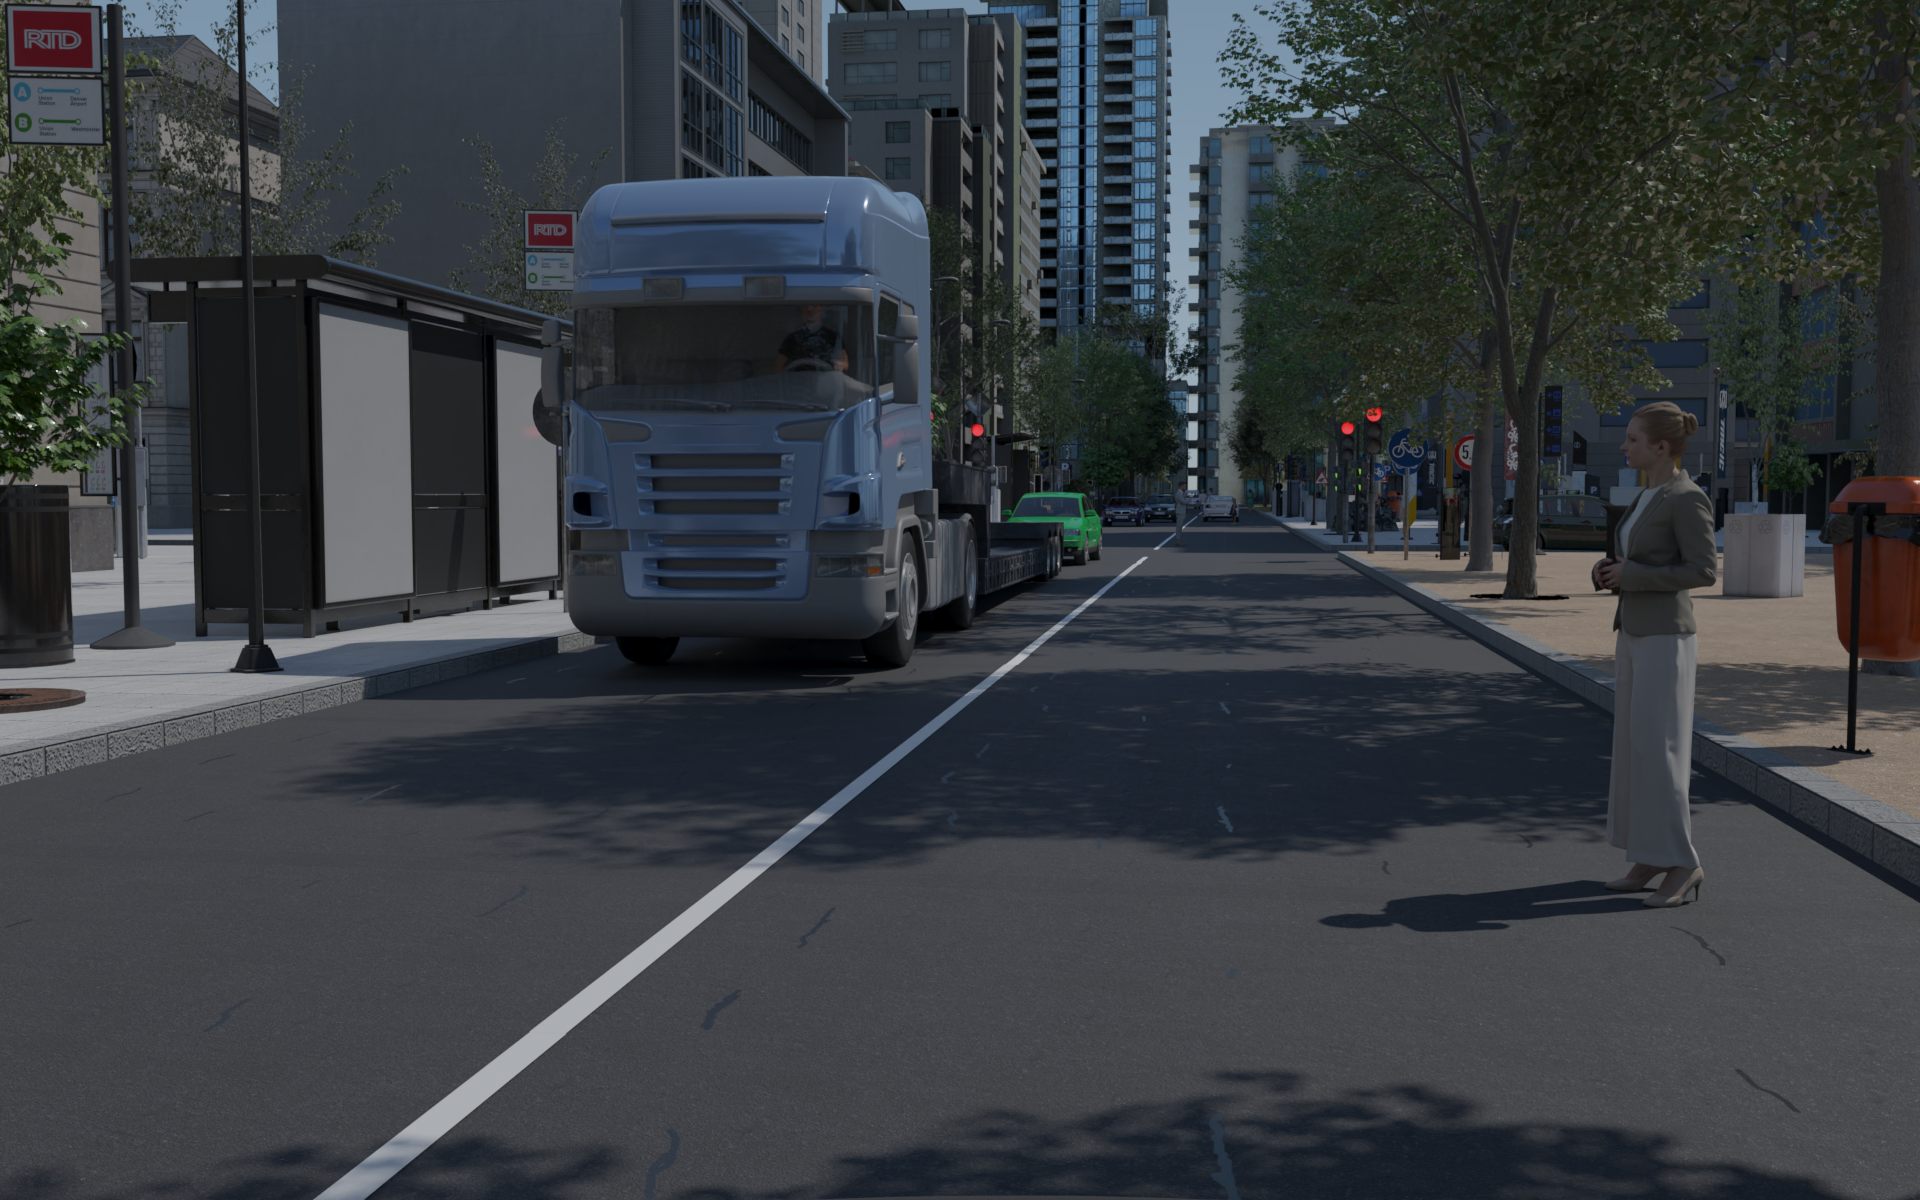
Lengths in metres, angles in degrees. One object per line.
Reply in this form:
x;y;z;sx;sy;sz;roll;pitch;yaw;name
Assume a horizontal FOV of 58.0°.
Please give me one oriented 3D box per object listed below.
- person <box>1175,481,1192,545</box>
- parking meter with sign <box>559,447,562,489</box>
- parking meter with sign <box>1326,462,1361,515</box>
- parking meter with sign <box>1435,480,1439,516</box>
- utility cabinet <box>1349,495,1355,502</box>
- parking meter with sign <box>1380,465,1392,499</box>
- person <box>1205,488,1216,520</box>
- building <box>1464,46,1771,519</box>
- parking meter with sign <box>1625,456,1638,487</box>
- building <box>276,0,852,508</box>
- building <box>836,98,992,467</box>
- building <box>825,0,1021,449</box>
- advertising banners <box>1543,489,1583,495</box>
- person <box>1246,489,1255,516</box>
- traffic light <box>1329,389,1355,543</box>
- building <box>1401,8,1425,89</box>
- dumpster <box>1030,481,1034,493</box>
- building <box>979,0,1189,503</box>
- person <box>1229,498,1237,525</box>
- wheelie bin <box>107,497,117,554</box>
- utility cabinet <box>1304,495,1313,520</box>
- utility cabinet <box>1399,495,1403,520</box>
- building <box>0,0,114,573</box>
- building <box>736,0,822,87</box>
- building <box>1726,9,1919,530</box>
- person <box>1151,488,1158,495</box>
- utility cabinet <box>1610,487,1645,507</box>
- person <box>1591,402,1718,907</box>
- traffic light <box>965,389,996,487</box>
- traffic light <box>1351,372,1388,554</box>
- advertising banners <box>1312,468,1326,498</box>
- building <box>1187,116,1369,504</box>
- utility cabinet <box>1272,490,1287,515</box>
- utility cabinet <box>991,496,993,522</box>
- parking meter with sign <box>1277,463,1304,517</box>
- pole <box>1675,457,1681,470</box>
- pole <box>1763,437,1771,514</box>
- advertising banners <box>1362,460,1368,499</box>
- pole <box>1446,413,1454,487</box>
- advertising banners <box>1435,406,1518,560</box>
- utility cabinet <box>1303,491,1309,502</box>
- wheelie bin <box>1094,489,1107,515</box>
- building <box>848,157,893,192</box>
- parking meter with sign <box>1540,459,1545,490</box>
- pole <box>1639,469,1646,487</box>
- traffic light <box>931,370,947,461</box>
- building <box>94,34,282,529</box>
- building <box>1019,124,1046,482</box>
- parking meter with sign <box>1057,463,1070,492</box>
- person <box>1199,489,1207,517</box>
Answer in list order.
6.252;-2.434;48.477;0.466;1.800;0.511;0;4;5;person
-13.092;-3.519;53.796;0.543;3.016;1.738;3;5;40;parking meter with sign
20.368;-5.825;91.496;1.738;3.016;0.543;0;4;-6;parking meter with sign
25.072;-5.858;92.039;0.543;3.016;1.738;-2;4;-25;parking meter with sign
17.444;-4.087;77.988;0.306;1.237;1.020;2;4;33;utility cabinet
25.727;-6.642;104.854;0.543;3.016;1.738;0;4;6;parking meter with sign
13.905;-5.356;96.344;0.850;1.792;0.678;2;4;28;person
38.347;-34.224;101.556;21.231;58.520;28.212;1;4;9;building
26.982;-4.489;69.652;0.543;3.016;1.738;1;4;22;parking meter with sign
-14.667;-15.622;74.482;14.314;24.678;30.058;1;4;9;building
-5.508;-21.943;130.463;14.160;30.474;14.107;1;4;9;building
-2.714;-28.156;143.942;14.154;41.232;14.086;1;4;9;building
18.320;-3.514;53.646;2.074;3.025;0.090;-1;4;-9;advertising banners
19.286;-6.509;115.173;0.600;1.795;0.529;2;4;24;person
10.032;-3.433;45.051;0.839;4.253;0.868;1;4;9;traffic light
52.450;-33.327;164.496;23.786;49.044;30.456;1;4;9;building
2.801;-4.213;74.641;1.264;1.857;1.865;1;4;8;dumpster
14.360;-55.851;225.827;31.000;86.520;22.319;1;4;9;building
12.833;-4.171;81.362;0.373;1.253;0.362;0;4;7;person
-18.297;-1.766;36.784;0.980;1.594;0.693;-1;4;-10;wheelie bin
16.922;-4.454;83.983;0.306;1.237;1.020;0;4;2;utility cabinet
21.675;-4.522;85.093;1.020;1.237;0.306;0;4;3;utility cabinet
-27.141;-13.913;24.736;25.104;27.353;12.463;1;4;9;building
-26.238;-45.433;181.076;20.611;71.187;20.563;1;4;9;building
43.929;-24.914;61.965;28.867;44.769;22.147;1;4;9;building
11.173;-5.561;99.604;0.511;1.800;0.466;1;4;15;person
20.415;-2.694;52.733;1.173;1.500;0.318;1;4;15;utility cabinet
2.451;0.174;6.205;0.362;1.759;0.519;0;4;0;person
0.529;-3.521;46.484;0.839;4.253;0.868;1;4;9;traffic light
8.825;-2.950;37.157;0.839;4.253;0.868;1;4;9;traffic light
23.586;-7.194;113.807;0.090;3.025;2.074;-1;4;-13;advertising banners
44.810;-36.894;222.826;30.456;49.044;23.786;1;4;9;building
19.878;-6.011;106.964;1.173;1.500;0.318;3;5;42;utility cabinet
0.447;-2.504;52.101;1.020;1.237;0.306;1;4;19;utility cabinet
18.732;-6.176;97.232;1.738;3.016;0.543;2;4;27;parking meter with sign
21.754;-3.589;52.530;0.158;3.312;0.155;0;3;0;pole
29.039;-4.190;62.345;0.158;3.312;0.155;0;3;0;pole
20.646;-5.632;88.275;0.090;3.025;2.074;1;4;20;advertising banners
12.391;-3.060;43.875;0.158;3.312;0.155;0;3;0;pole
10.217;-2.306;33.897;2.074;3.025;0.090;-1;4;-21;advertising banners
22.765;-6.447;114.084;0.318;1.500;1.173;0;4;5;utility cabinet
8.455;-5.914;104.599;0.693;1.594;0.980;-3;5;-40;wheelie bin
-9.004;-16.168;100.504;11.583;22.565;21.152;1;4;9;building
28.695;-5.501;86.194;0.543;3.016;1.738;2;4;24;parking meter with sign
21.567;-3.723;54.712;0.158;3.312;0.155;0;3;0;pole
-0.679;-3.038;38.590;0.839;4.253;0.868;1;4;9;traffic light
-37.222;-12.498;68.973;19.286;19.102;10.561;1;4;9;building
-4.203;-29.446;173.327;23.993;40.220;32.217;1;4;9;building
5.569;-6.063;95.387;0.543;3.016;1.738;1;4;19;parking meter with sign
15.431;-6.104;108.965;0.731;1.740;0.598;-1;4;-14;person
